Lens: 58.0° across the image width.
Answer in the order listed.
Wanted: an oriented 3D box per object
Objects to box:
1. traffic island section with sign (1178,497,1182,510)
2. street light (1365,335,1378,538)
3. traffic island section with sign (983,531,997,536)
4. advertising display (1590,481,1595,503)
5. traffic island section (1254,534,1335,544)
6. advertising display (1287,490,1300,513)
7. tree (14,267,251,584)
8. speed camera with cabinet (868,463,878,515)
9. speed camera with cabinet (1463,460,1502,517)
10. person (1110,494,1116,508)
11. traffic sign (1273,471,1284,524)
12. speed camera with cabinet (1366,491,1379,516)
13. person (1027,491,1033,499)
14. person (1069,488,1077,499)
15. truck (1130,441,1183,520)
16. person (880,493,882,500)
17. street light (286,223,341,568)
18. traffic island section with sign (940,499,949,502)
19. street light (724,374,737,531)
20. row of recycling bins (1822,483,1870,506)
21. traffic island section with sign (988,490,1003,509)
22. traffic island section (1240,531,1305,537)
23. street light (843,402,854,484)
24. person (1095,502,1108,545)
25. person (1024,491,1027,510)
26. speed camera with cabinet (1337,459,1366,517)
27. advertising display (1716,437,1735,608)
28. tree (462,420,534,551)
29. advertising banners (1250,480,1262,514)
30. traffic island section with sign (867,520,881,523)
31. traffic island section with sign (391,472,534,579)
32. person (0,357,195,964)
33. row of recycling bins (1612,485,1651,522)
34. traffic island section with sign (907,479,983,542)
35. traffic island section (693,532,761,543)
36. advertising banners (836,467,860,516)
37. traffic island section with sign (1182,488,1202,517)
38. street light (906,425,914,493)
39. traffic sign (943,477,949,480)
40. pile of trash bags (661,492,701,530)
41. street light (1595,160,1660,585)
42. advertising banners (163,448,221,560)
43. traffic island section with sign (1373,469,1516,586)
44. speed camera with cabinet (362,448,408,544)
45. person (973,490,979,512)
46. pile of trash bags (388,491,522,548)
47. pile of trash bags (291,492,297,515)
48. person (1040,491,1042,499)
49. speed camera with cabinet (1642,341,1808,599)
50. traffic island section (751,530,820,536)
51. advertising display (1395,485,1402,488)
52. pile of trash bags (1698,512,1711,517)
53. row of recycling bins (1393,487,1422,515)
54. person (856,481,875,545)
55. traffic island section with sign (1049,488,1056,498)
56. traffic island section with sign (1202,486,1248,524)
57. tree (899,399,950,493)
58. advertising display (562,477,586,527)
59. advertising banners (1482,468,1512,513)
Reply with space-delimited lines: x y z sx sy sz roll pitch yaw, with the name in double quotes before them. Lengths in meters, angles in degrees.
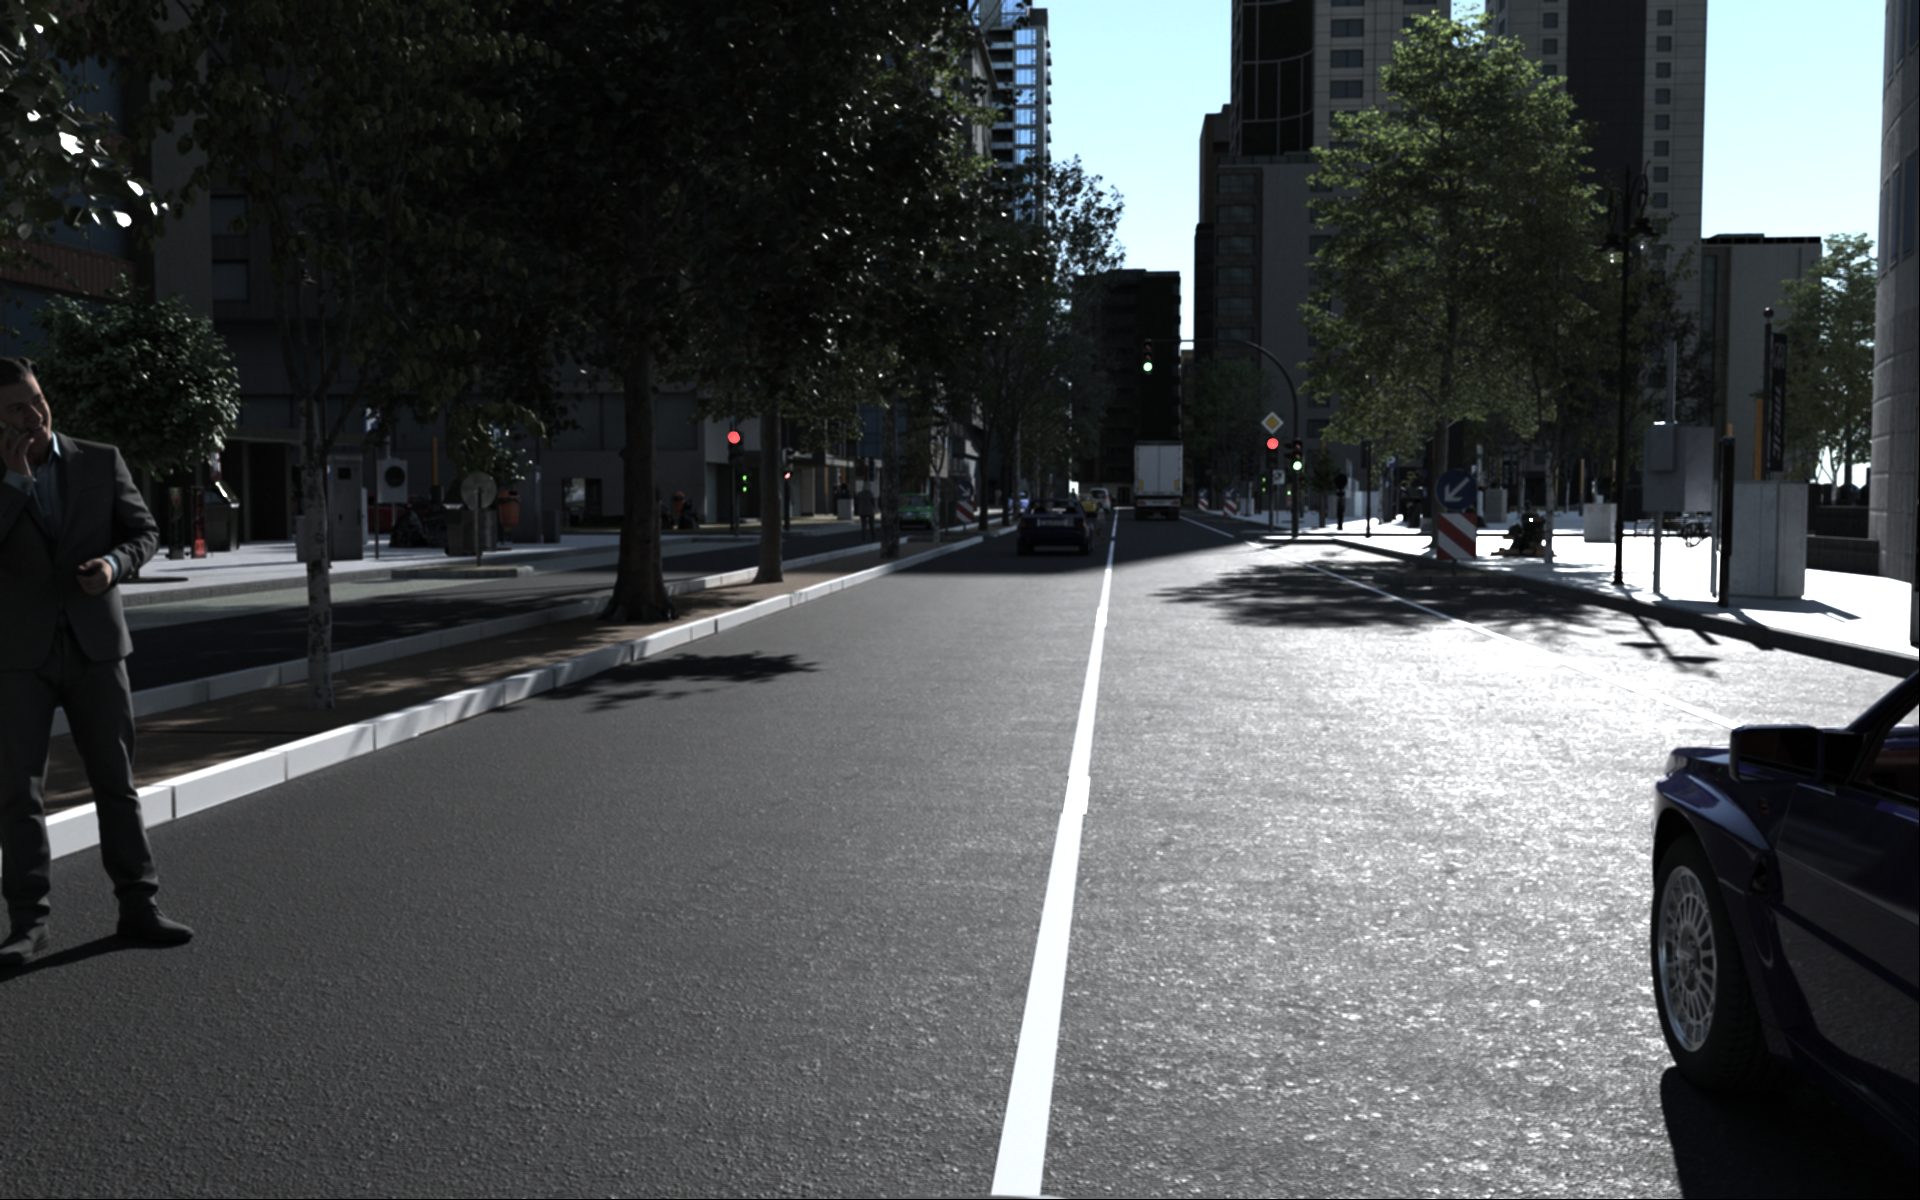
"traffic island section with sign" 19.929 -9.267 160.150 1.989 1.847 2.006 0 4 5
"street light" 11.875 -4.735 50.207 0.468 5.910 1.993 0 4 5
"traffic island section with sign" 0.220 -3.137 59.434 2.006 1.907 1.989 0 4 5
"advertising display" 30.395 -4.776 83.296 0.123 1.923 0.974 2 4 25
"traffic island section" 9.853 -1.749 50.872 2.009 0.180 2.903 0 4 5
"advertising display" 22.063 -6.687 114.546 0.974 1.923 0.123 -1 4 -10
"tree" -12.163 -2.548 25.376 4.285 4.588 4.351 0 3 0
"speed camera with cabinet" -5.778 -7.018 109.076 0.660 3.252 2.038 -2 4 -25
"speed camera with cabinet" 29.460 -6.316 97.605 2.038 3.252 0.660 2 4 26
"person" 15.722 -10.180 178.169 0.697 1.427 0.421 2 4 26
"traffic sign" 13.665 -4.430 74.556 0.606 2.300 0.079 1 4 15
"speed camera with cabinet" 24.015 -6.675 103.476 2.038 3.252 0.660 1 4 21
"person" 8.049 -11.645 198.880 0.705 1.826 1.348 2 4 31
"person" 6.727 -5.769 102.909 0.616 1.811 0.778 2 4 29
"truck" 11.026 -6.628 97.278 2.839 4.237 11.283 0 4 5
"person" -3.480 -4.414 80.939 0.520 1.790 0.573 1 4 14
"street light" -10.934 -3.484 29.744 0.468 5.910 1.993 0 4 5
"traffic island section with sign" -0.979 -6.304 111.692 1.989 1.847 2.006 0 4 5
"street light" -8.006 -5.373 60.644 0.468 5.910 1.993 0 4 5
"row of recycling bins" 34.448 -3.624 66.366 3.534 1.692 1.069 0 4 -7
"traffic island section with sign" 3.627 -9.359 161.655 1.989 1.847 2.006 0 4 5
"traffic island section" 10.585 -2.235 58.824 2.009 0.180 2.903 0 4 5
"street light" -5.644 -6.995 87.160 0.468 5.910 1.993 0 4 5
"person" 4.024 -2.167 48.939 0.382 1.210 0.505 0 4 -7
"person" 5.822 -9.026 156.752 0.721 1.739 1.217 0 4 -2
"speed camera with cabinet" 22.121 -6.359 98.303 0.660 3.252 2.038 3 5 40
"advertising display" 8.776 -0.897 19.876 0.123 1.923 0.974 1 4 21
"tree" -10.698 -2.724 39.141 1.663 3.219 1.824 0 3 0
"advertising banners" 18.832 -6.978 110.279 0.090 3.025 2.074 -1 4 -10
"traffic island section with sign" -3.450 -4.662 84.850 1.989 1.847 2.006 0 4 5
"traffic island section with sign" -8.507 -1.307 29.995 1.989 1.847 2.006 0 4 5
"person" -2.761 0.179 5.373 0.655 1.846 0.447 -2 4 -35
"row of recycling bins" 31.517 -4.532 81.209 1.069 1.692 3.534 0 4 3
"traffic island section with sign" -0.469 -2.686 52.058 2.006 1.907 1.989 0 4 5
"traffic island section" -6.768 -1.842 52.401 2.009 0.180 2.903 0 4 5
"advertising banners" -6.429 -6.324 99.588 0.090 3.025 2.074 3 5 41
"traffic island section with sign" 15.361 -6.231 110.503 1.989 1.847 2.006 0 4 5
"street light" -3.210 -8.587 113.185 0.468 5.910 1.993 0 4 5
"traffic sign" -1.044 -8.111 132.719 0.768 2.556 0.104 1 4 12
"pile of trash bags" -10.486 -3.310 63.869 1.912 1.369 3.447 0 4 -5
"street light" 9.357 -3.159 24.443 0.468 5.910 1.993 0 4 5
"advertising banners" -15.216 -2.342 34.483 0.090 3.025 2.074 0 4 8
"traffic island section with sign" 7.754 -1.182 27.961 1.989 1.847 2.006 0 4 5
"speed camera with cabinet" -15.211 -3.053 44.250 2.038 3.252 0.660 -3 5 -40
"person" 1.316 -8.014 140.086 0.434 1.755 0.990 2 4 24
"pile of trash bags" -12.119 -1.994 42.356 1.912 1.369 3.447 2 4 33
"pile of trash bags" -25.451 -3.657 69.536 3.447 1.369 1.912 -2 4 -27
"person" 8.027 -10.085 174.208 0.721 1.723 1.217 3 5 42
"speed camera with cabinet" 9.678 -1.688 21.942 0.660 3.252 2.038 -2 4 -28
"traffic island section" -6.036 -2.329 60.353 2.009 0.180 2.903 0 4 5
"advertising display" 32.915 -7.657 130.401 0.123 1.923 0.974 -1 4 -20
"pile of trash bags" 42.202 -5.472 99.226 3.447 1.369 1.912 1 4 8
"row of recycling bins" 28.000 -6.219 108.795 3.534 1.692 1.069 -3 4 -36
"person" -2.630 -2.438 48.542 0.537 1.800 0.526 1 4 13
"traffic island section with sign" 7.098 -7.714 134.258 2.006 1.907 1.989 0 4 5
"traffic island section with sign" 12.883 -4.589 83.662 1.989 1.847 2.006 0 4 5
"tree" -2.797 -10.860 127.931 4.737 8.622 4.395 0 3 0
"advertising display" -14.988 -3.797 67.289 0.974 1.923 0.123 -3 5 -43
"advertising banners" 35.517 -7.255 114.805 2.074 3.025 0.090 0 4 1
